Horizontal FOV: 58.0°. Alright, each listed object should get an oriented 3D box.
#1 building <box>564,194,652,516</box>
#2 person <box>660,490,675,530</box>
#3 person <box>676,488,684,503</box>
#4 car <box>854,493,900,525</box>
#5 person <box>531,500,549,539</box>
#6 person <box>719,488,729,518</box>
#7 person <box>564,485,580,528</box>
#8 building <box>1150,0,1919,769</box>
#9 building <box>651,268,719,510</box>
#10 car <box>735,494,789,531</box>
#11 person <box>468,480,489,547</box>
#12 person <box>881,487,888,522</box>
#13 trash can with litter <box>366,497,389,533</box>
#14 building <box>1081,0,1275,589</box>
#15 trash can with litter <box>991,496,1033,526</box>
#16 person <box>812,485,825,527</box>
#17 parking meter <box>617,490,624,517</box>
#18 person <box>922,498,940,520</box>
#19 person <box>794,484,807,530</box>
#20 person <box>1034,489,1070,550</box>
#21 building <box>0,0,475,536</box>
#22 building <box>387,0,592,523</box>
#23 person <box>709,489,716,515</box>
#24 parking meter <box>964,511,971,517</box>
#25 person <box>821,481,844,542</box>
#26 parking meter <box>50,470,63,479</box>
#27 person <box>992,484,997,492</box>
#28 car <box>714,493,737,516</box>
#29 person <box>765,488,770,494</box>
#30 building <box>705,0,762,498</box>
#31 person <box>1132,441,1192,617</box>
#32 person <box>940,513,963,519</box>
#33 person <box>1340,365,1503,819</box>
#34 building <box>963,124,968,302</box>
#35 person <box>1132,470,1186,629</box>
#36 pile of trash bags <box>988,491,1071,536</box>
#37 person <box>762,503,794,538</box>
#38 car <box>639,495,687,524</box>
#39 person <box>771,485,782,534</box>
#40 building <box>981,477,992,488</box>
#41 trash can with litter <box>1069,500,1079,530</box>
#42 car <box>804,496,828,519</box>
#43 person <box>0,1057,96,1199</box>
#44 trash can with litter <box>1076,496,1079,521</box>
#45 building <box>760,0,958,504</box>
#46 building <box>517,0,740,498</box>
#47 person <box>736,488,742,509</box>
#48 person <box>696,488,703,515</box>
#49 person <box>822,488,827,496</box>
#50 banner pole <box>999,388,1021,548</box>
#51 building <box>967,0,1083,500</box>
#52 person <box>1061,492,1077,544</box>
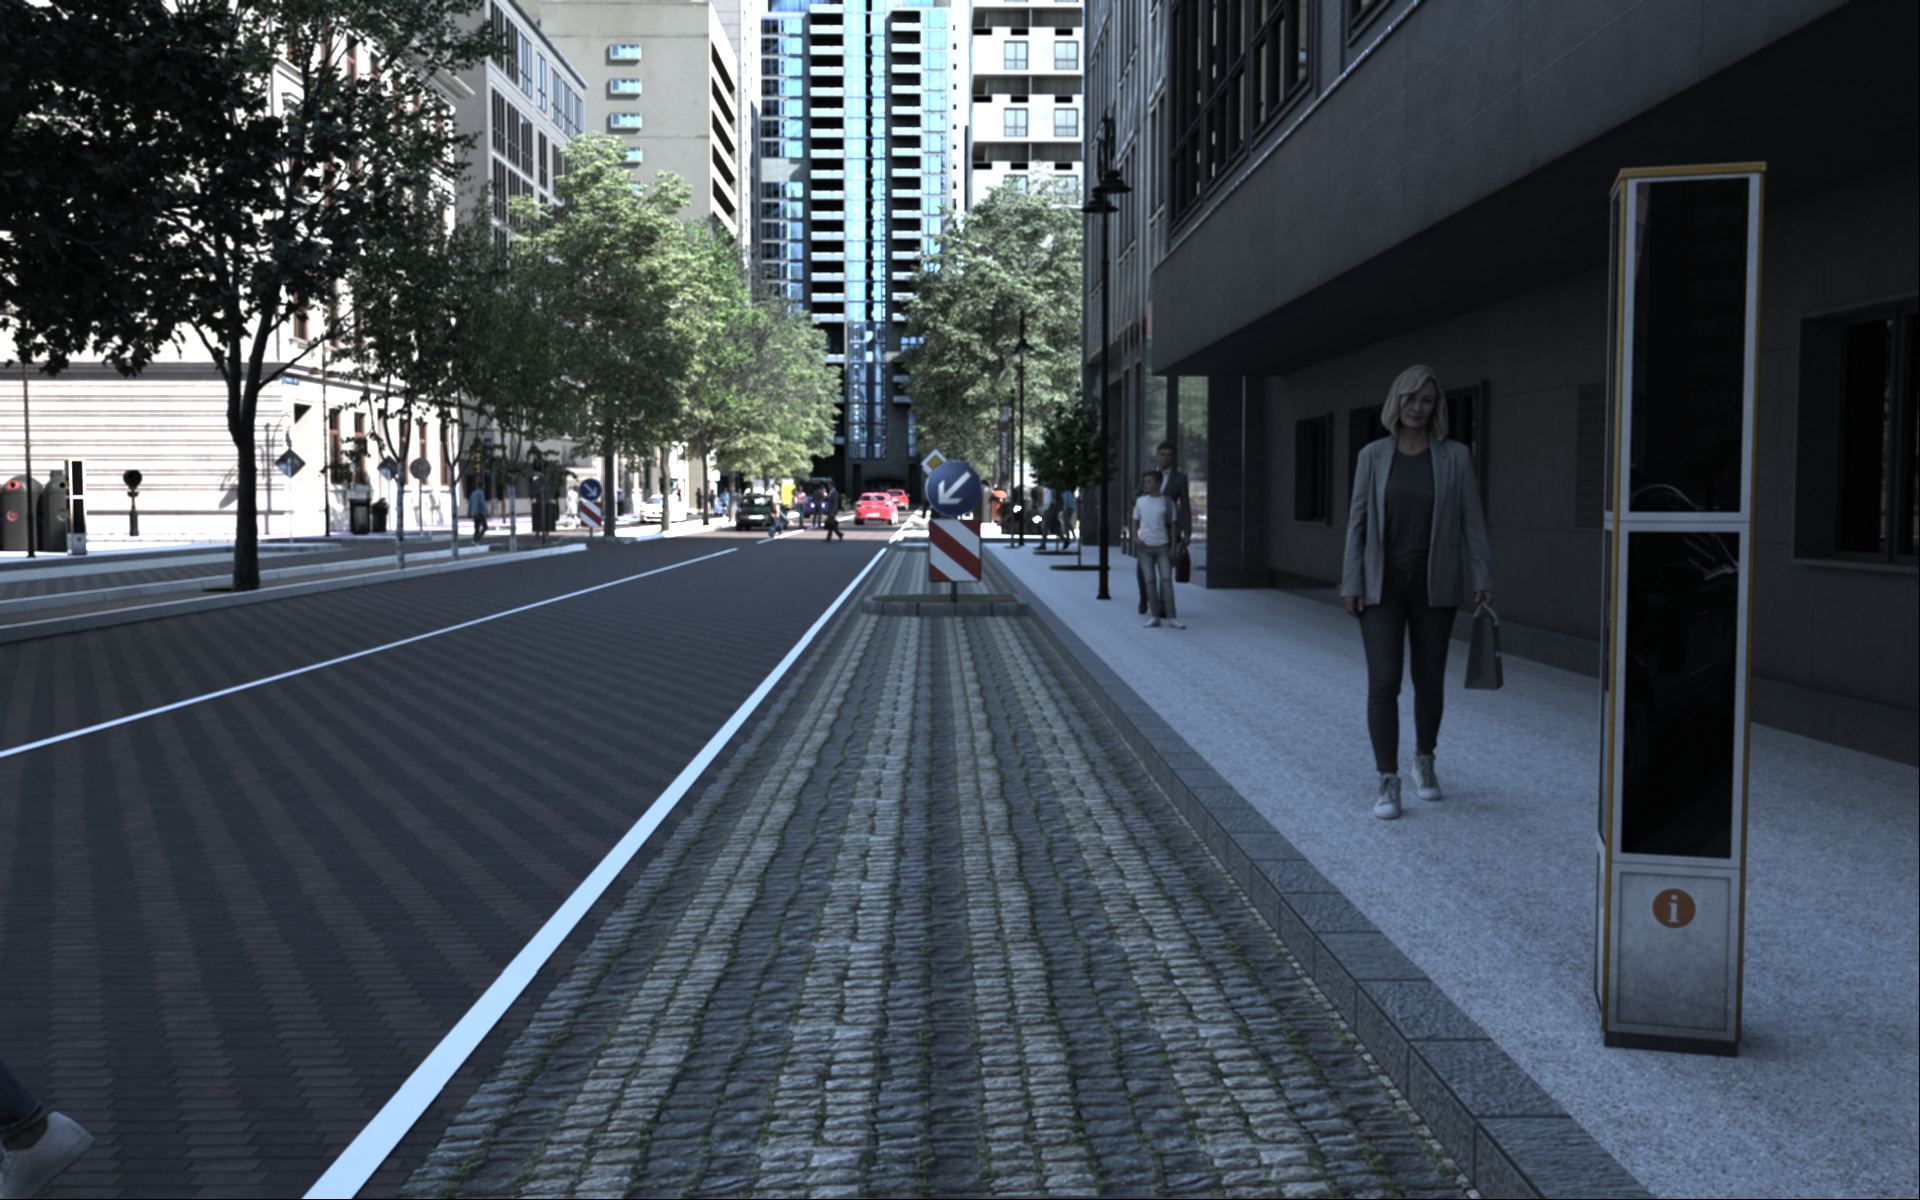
[{"bbox_3d":[-26.241,-16.730,109.693,11.583,22.565,21.152,0,4,-1],"label":"building"},{"bbox_3d":[-11.459,-3.519,67.854,0.589,1.601,0.330,0,4,0],"label":"person"},{"bbox_3d":[-17.767,-6.203,110.130,0.699,1.804,1.509,-1,4,-15],"label":"person"},{"bbox_3d":[-3.901,-4.368,80.461,2.155,1.783,4.494,0,4,1],"label":"car"},{"bbox_3d":[-13.479,-2.877,55.724,0.526,1.800,0.537,-3,4,-37],"label":"person"},{"bbox_3d":[-13.637,-5.591,100.255,0.601,1.785,0.444,2,4,33],"label":"person"},{"bbox_3d":[-16.423,-3.951,73.193,0.767,1.812,0.694,3,4,38],"label":"person"},{"bbox_3d":[9.748,-13.284,10.706,14.314,27.812,24.014,0,4,-1],"label":"building"},{"bbox_3d":[-35.286,-18.104,141.037,27.650,21.520,28.899,0,4,-1],"label":"building"},{"bbox_3d":[-7.736,-3.543,67.720,2.009,1.686,4.222,0,3,0],"label":"car"},{"bbox_3d":[-12.401,-2.184,44.546,0.444,1.785,0.601,-3,5,-43],"label":"person"},{"bbox_3d":[-3.773,-4.812,87.423,0.529,1.795,0.600,0,4,-4],"label":"person"},{"bbox_3d":[-19.448,-2.808,57.303,1.055,1.170,0.624,-2,4,-33],"label":"trash can with litter"},{"bbox_3d":[9.180,-13.132,32.724,12.078,24.808,19.932,0,4,-1],"label":"building"},{"bbox_3d":[2.357,-3.612,70.116,2.233,1.210,1.678,1,4,21],"label":"trash can with litter"},{"bbox_3d":[-6.180,-4.129,75.812,0.655,1.846,0.447,3,4,37],"label":"person"},{"bbox_3d":[-19.331,-5.512,98.525,0.372,1.533,0.369,0,3,0],"label":"parking meter"},{"bbox_3d":[-0.520,-2.036,41.564,0.659,1.850,0.755,1,4,13],"label":"person"},{"bbox_3d":[-6.392,-3.721,69.354,0.555,1.821,0.388,-3,4,-38],"label":"person"},{"bbox_3d":[2.106,-2.046,39.603,0.850,1.850,0.679,1,4,11],"label":"person"},{"bbox_3d":[-26.027,-13.848,62.580,11.583,22.565,21.152,0,4,-1],"label":"building"},{"bbox_3d":[-27.713,-17.895,86.097,14.314,27.812,24.014,0,4,-1],"label":"building"},{"bbox_3d":[-16.912,-6.659,117.726,0.716,1.782,0.532,-1,4,-18],"label":"person"},{"bbox_3d":[0.419,-5.321,95.413,0.372,1.533,0.369,0,3,0],"label":"parking meter"},{"bbox_3d":[-3.775,-2.642,51.665,0.822,1.834,0.622,-2,4,-31],"label":"person"},{"bbox_3d":[-21.795,-2.209,41.830,0.255,1.863,0.399,-2,4,-34],"label":"parking meter"},{"bbox_3d":[1.522,-4.330,77.594,0.760,1.731,0.466,0,4,0],"label":"person"},{"bbox_3d":[-15.374,-6.476,115.480,1.945,1.707,3.694,0,4,0],"label":"car"},{"bbox_3d":[-11.155,-5.554,99.500,0.583,1.804,0.606,2,4,25],"label":"person"},{"bbox_3d":[-32.856,-45.967,189.812,20.611,71.187,20.563,0,4,-1],"label":"building"},{"bbox_3d":[2.109,-0.743,18.155,0.622,1.834,0.822,0,4,5],"label":"person"},{"bbox_3d":[-0.239,-1.948,40.532,0.661,1.801,0.590,-1,4,-11],"label":"person"},{"bbox_3d":[1.923,-0.052,7.073,0.709,1.800,0.728,1,4,17],"label":"person"},{"bbox_3d":[7.370,-31.269,194.834,14.154,41.232,14.086,0,4,-1],"label":"building"},{"bbox_3d":[1.923,-0.490,16.654,0.503,1.515,0.523,-1,4,-11],"label":"person"},{"bbox_3d":[1.956,-2.755,54.791,1.912,1.369,3.447,-2,4,-33],"label":"pile of trash bags"},{"bbox_3d":[-5.893,-2.579,56.172,1.012,1.151,0.738,0,4,-2],"label":"person"},{"bbox_3d":[-14.475,-4.423,84.677,2.083,1.381,4.827,0,4,-1],"label":"car"},{"bbox_3d":[-6.570,-3.246,62.117,0.362,1.759,0.519,0,4,0],"label":"person"},{"bbox_3d":[10.743,-45.162,176.656,20.563,71.187,20.611,0,4,-1],"label":"building"},{"bbox_3d":[3.916,-3.088,61.871,0.624,1.170,1.055,1,4,17],"label":"trash can with litter"},{"bbox_3d":[-8.322,-5.493,102.388,1.945,1.354,3.894,0,4,-2],"label":"car"},{"bbox_3d":[-1.968,0.363,3.238,0.598,1.740,0.731,-3,5,-41],"label":"person"},{"bbox_3d":[4.367,-3.237,63.975,1.678,1.210,2.233,-1,4,-18],"label":"trash can with litter"},{"bbox_3d":[-13.453,-55.523,220.469,31.000,86.520,22.319,0,4,-1],"label":"building"},{"bbox_3d":[-33.065,-33.135,165.453,21.300,48.544,21.600,0,4,-1],"label":"building"},{"bbox_3d":[-13.422,-5.957,106.096,0.583,1.804,0.606,2,4,24],"label":"person"},{"bbox_3d":[-17.818,-6.760,118.838,0.447,1.846,0.655,2,4,29],"label":"person"},{"bbox_3d":[-9.184,-6.678,117.692,0.555,1.821,0.388,1,4,21],"label":"person"},{"bbox_3d":[1.136,-3.134,41.254,0.401,3.779,0.863,-2,4,-28],"label":"banner pole"},{"bbox_3d":[14.315,-34.461,152.681,28.713,52.752,27.495,0,4,-1],"label":"building"},{"bbox_3d":[2.781,-2.323,44.368,0.444,1.785,0.601,3,5,41],"label":"person"}]
